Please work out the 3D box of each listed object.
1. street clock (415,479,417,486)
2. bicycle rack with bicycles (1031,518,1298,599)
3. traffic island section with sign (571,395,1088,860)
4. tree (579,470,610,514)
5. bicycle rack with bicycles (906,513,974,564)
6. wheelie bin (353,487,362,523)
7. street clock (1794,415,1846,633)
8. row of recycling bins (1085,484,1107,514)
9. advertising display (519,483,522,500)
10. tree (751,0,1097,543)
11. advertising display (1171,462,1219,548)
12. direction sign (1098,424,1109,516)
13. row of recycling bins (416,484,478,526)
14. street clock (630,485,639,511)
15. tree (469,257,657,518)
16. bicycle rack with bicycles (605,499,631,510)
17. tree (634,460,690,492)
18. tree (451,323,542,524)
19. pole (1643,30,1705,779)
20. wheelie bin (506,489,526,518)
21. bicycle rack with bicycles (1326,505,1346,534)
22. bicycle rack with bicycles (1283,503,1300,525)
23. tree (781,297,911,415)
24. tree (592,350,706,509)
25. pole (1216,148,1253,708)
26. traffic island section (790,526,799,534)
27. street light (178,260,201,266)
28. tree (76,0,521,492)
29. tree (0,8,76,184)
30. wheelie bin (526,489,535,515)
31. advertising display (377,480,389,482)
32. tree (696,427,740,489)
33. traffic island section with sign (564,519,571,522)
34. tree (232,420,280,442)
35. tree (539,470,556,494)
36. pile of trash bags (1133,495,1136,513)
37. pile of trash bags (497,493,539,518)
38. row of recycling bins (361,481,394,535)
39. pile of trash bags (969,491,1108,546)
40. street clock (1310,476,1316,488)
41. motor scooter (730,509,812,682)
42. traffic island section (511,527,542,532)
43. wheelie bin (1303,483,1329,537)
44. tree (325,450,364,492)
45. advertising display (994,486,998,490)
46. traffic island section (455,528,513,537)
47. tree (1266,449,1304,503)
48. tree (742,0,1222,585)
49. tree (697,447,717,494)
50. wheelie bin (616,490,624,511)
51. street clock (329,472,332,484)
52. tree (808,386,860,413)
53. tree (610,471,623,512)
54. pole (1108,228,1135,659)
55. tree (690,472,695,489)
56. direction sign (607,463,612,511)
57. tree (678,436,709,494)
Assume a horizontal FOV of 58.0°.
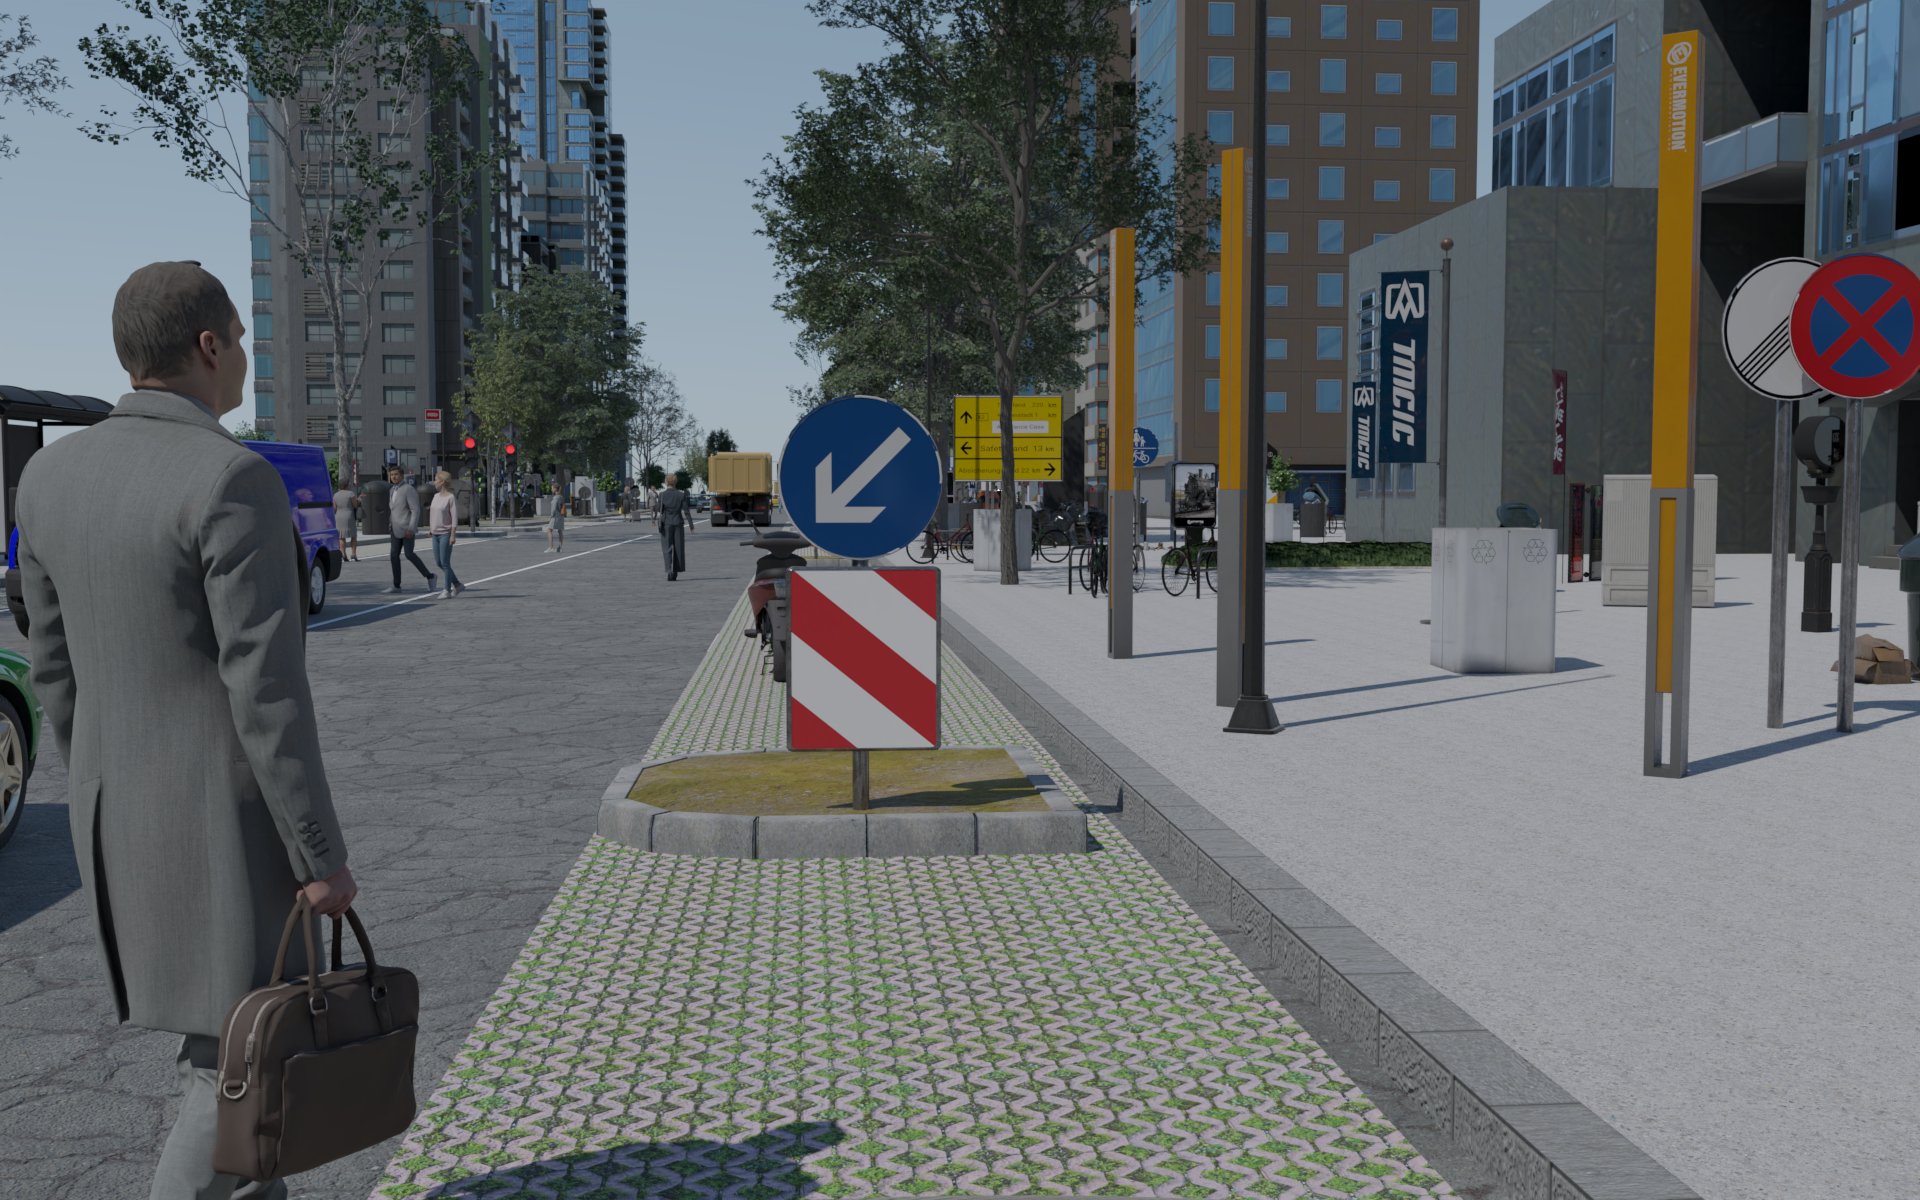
[{"bbox_3d":[-23.185,-4.193,73.121,0.471,2.002,0.358,1,4,19],"label":"street clock"},{"bbox_3d":[2.417,-0.546,22.310,2.852,0.926,2.925,2,4,32],"label":"bicycle rack with bicycles"},{"bbox_3d":[-0.569,0.056,7.710,1.989,1.847,2.006,0,4,-5],"label":"traffic island section with sign"},{"bbox_3d":[-24.176,-7.288,113.765,1.663,3.219,1.824,0,3,0],"label":"tree"},{"bbox_3d":[0.634,-1.168,32.477,2.925,0.926,2.852,1,4,10],"label":"bicycle rack with bicycles"},{"bbox_3d":[-27.102,-4.286,77.986,0.980,1.594,0.693,2,4,35],"label":"wheelie bin"},{"bbox_3d":[7.969,-0.703,16.057,0.471,2.002,0.358,-1,4,-23],"label":"street clock"},{"bbox_3d":[5.426,-3.906,70.970,1.069,1.692,3.534,-3,4,-37],"label":"row of recycling bins"},{"bbox_3d":[-25.985,-5.905,101.766,0.123,1.923,0.974,1,4,9],"label":"advertising display"},{"bbox_3d":[-0.593,-8.498,45.593,9.857,13.997,8.962,0,3,0],"label":"tree"},{"bbox_3d":[4.793,-1.852,35.491,0.974,1.923,0.123,-1,4,-18],"label":"advertising display"},{"bbox_3d":[4.756,-3.896,55.690,0.379,3.537,0.876,-3,4,-39],"label":"direction sign"},{"bbox_3d":[-20.897,-3.874,70.456,1.069,1.692,3.534,1,4,18],"label":"row of recycling bins"},{"bbox_3d":[-25.699,-8.126,137.432,0.471,2.002,0.358,-2,4,-24],"label":"street clock"},{"bbox_3d":[-21.758,-11.486,94.443,9.857,13.997,8.962,0,3,0],"label":"tree"},{"bbox_3d":[-27.307,-7.728,139.732,2.852,0.926,2.925,-2,4,-30],"label":"bicycle rack with bicycles"},{"bbox_3d":[-28.610,-10.896,161.859,4.285,4.588,4.351,0,3,0],"label":"tree"},{"bbox_3d":[-20.171,-7.612,74.813,4.737,8.622,4.395,0,3,0],"label":"tree"},{"bbox_3d":[3.217,-0.854,7.799,0.158,3.312,0.155,0,3,0],"label":"pole"},{"bbox_3d":[-23.612,-5.123,91.664,0.693,1.594,0.980,-2,4,-33],"label":"wheelie bin"},{"bbox_3d":[12.922,-2.576,55.495,2.852,0.926,2.925,0,4,-6],"label":"bicycle rack with bicycles"},{"bbox_3d":[12.944,-3.521,70.953,2.925,0.926,2.852,2,4,27],"label":"bicycle rack with bicycles"},{"bbox_3d":[-9.893,-18.371,156.258,12.611,20.169,13.585,0,3,0],"label":"tree"},{"bbox_3d":[-27.057,-14.595,148.993,12.009,13.543,11.850,0,3,0],"label":"tree"},{"bbox_3d":[1.659,-1.011,10.380,0.158,3.312,0.155,0,3,0],"label":"pole"},{"bbox_3d":[-5.602,-2.757,67.360,2.009,0.180,2.903,0,4,-5],"label":"traffic island section"},{"bbox_3d":[-15.750,-3.787,34.465,1.470,5.913,1.316,0,4,-5],"label":"street light"},{"bbox_3d":[-18.691,-11.809,48.958,12.611,20.169,13.585,0,3,0],"label":"tree"},{"bbox_3d":[-16.066,-6.697,19.869,12.009,13.543,11.850,0,3,0],"label":"tree"},{"bbox_3d":[-26.833,-6.112,107.837,0.693,1.594,0.980,2,4,29],"label":"wheelie bin"},{"bbox_3d":[-27.094,-4.667,81.525,0.123,1.923,0.974,1,4,20],"label":"advertising display"},{"bbox_3d":[-40.498,-22.988,292.854,9.611,12.733,9.660,0,3,0],"label":"tree"},{"bbox_3d":[-19.145,-4.881,88.435,1.989,1.847,2.006,0,4,-5],"label":"traffic island section with sign"},{"bbox_3d":[-31.617,-5.694,76.813,4.285,4.588,4.351,0,3,0],"label":"tree"},{"bbox_3d":[-33.064,-8.836,139.065,1.663,3.219,1.824,0,3,0],"label":"tree"},{"bbox_3d":[3.810,-2.560,51.606,3.447,1.369,1.912,-2,4,-33],"label":"pile of trash bags"},{"bbox_3d":[-24.940,-5.147,93.900,3.447,1.369,1.912,-2,4,-26],"label":"pile of trash bags"},{"bbox_3d":[-18.656,-2.973,55.727,1.069,1.692,3.534,-1,4,-15],"label":"row of recycling bins"},{"bbox_3d":[1.760,-2.101,44.102,3.447,1.369,1.912,3,5,42],"label":"pile of trash bags"},{"bbox_3d":[14.482,-4.072,71.147,0.358,2.002,0.471,1,4,12],"label":"street clock"},{"bbox_3d":[-1.418,-0.063,13.807,0.815,1.314,1.986,0,4,-6],"label":"motor scooter"},{"bbox_3d":[-17.147,-2.694,66.331,2.009,0.180,2.903,0,4,-5],"label":"traffic island section"},{"bbox_3d":[10.594,-2.672,51.596,0.693,1.594,0.980,1,4,20],"label":"wheelie bin"},{"bbox_3d":[-46.093,-8.874,128.811,4.285,4.588,4.351,0,3,0],"label":"tree"},{"bbox_3d":[2.407,-7.834,133.301,0.974,1.923,0.123,0,4,0],"label":"advertising display"},{"bbox_3d":[-16.432,-2.208,58.378,2.009,0.180,2.903,0,4,-5],"label":"traffic island section"},{"bbox_3d":[13.724,-4.886,74.487,1.663,3.219,1.824,0,3,0],"label":"tree"},{"bbox_3d":[0.414,-5.482,24.044,7.601,10.594,8.767,-3,4,-37],"label":"tree"},{"bbox_3d":[-38.480,-19.215,264.522,4.360,8.622,3.978,0,3,0],"label":"tree"},{"bbox_3d":[-25.859,-7.611,132.347,0.693,1.594,0.980,-3,4,-36],"label":"wheelie bin"},{"bbox_3d":[-20.864,-3.207,56.997,0.358,2.002,0.471,1,4,10],"label":"street clock"},{"bbox_3d":[-6.504,-9.222,101.138,4.737,8.622,4.395,0,3,0],"label":"tree"},{"bbox_3d":[-24.579,-7.806,122.230,1.663,3.219,1.824,0,3,0],"label":"tree"},{"bbox_3d":[1.250,-1.198,13.434,0.158,3.312,0.155,0,3,0],"label":"pole"},{"bbox_3d":[-32.406,-13.304,201.240,4.285,4.588,4.351,0,3,0],"label":"tree"},{"bbox_3d":[-25.185,-8.106,124.537,0.379,3.537,0.876,-2,4,-32],"label":"direction sign"},{"bbox_3d":[-35.389,-17.336,233.809,4.737,8.622,4.395,0,3,0],"label":"tree"}]
